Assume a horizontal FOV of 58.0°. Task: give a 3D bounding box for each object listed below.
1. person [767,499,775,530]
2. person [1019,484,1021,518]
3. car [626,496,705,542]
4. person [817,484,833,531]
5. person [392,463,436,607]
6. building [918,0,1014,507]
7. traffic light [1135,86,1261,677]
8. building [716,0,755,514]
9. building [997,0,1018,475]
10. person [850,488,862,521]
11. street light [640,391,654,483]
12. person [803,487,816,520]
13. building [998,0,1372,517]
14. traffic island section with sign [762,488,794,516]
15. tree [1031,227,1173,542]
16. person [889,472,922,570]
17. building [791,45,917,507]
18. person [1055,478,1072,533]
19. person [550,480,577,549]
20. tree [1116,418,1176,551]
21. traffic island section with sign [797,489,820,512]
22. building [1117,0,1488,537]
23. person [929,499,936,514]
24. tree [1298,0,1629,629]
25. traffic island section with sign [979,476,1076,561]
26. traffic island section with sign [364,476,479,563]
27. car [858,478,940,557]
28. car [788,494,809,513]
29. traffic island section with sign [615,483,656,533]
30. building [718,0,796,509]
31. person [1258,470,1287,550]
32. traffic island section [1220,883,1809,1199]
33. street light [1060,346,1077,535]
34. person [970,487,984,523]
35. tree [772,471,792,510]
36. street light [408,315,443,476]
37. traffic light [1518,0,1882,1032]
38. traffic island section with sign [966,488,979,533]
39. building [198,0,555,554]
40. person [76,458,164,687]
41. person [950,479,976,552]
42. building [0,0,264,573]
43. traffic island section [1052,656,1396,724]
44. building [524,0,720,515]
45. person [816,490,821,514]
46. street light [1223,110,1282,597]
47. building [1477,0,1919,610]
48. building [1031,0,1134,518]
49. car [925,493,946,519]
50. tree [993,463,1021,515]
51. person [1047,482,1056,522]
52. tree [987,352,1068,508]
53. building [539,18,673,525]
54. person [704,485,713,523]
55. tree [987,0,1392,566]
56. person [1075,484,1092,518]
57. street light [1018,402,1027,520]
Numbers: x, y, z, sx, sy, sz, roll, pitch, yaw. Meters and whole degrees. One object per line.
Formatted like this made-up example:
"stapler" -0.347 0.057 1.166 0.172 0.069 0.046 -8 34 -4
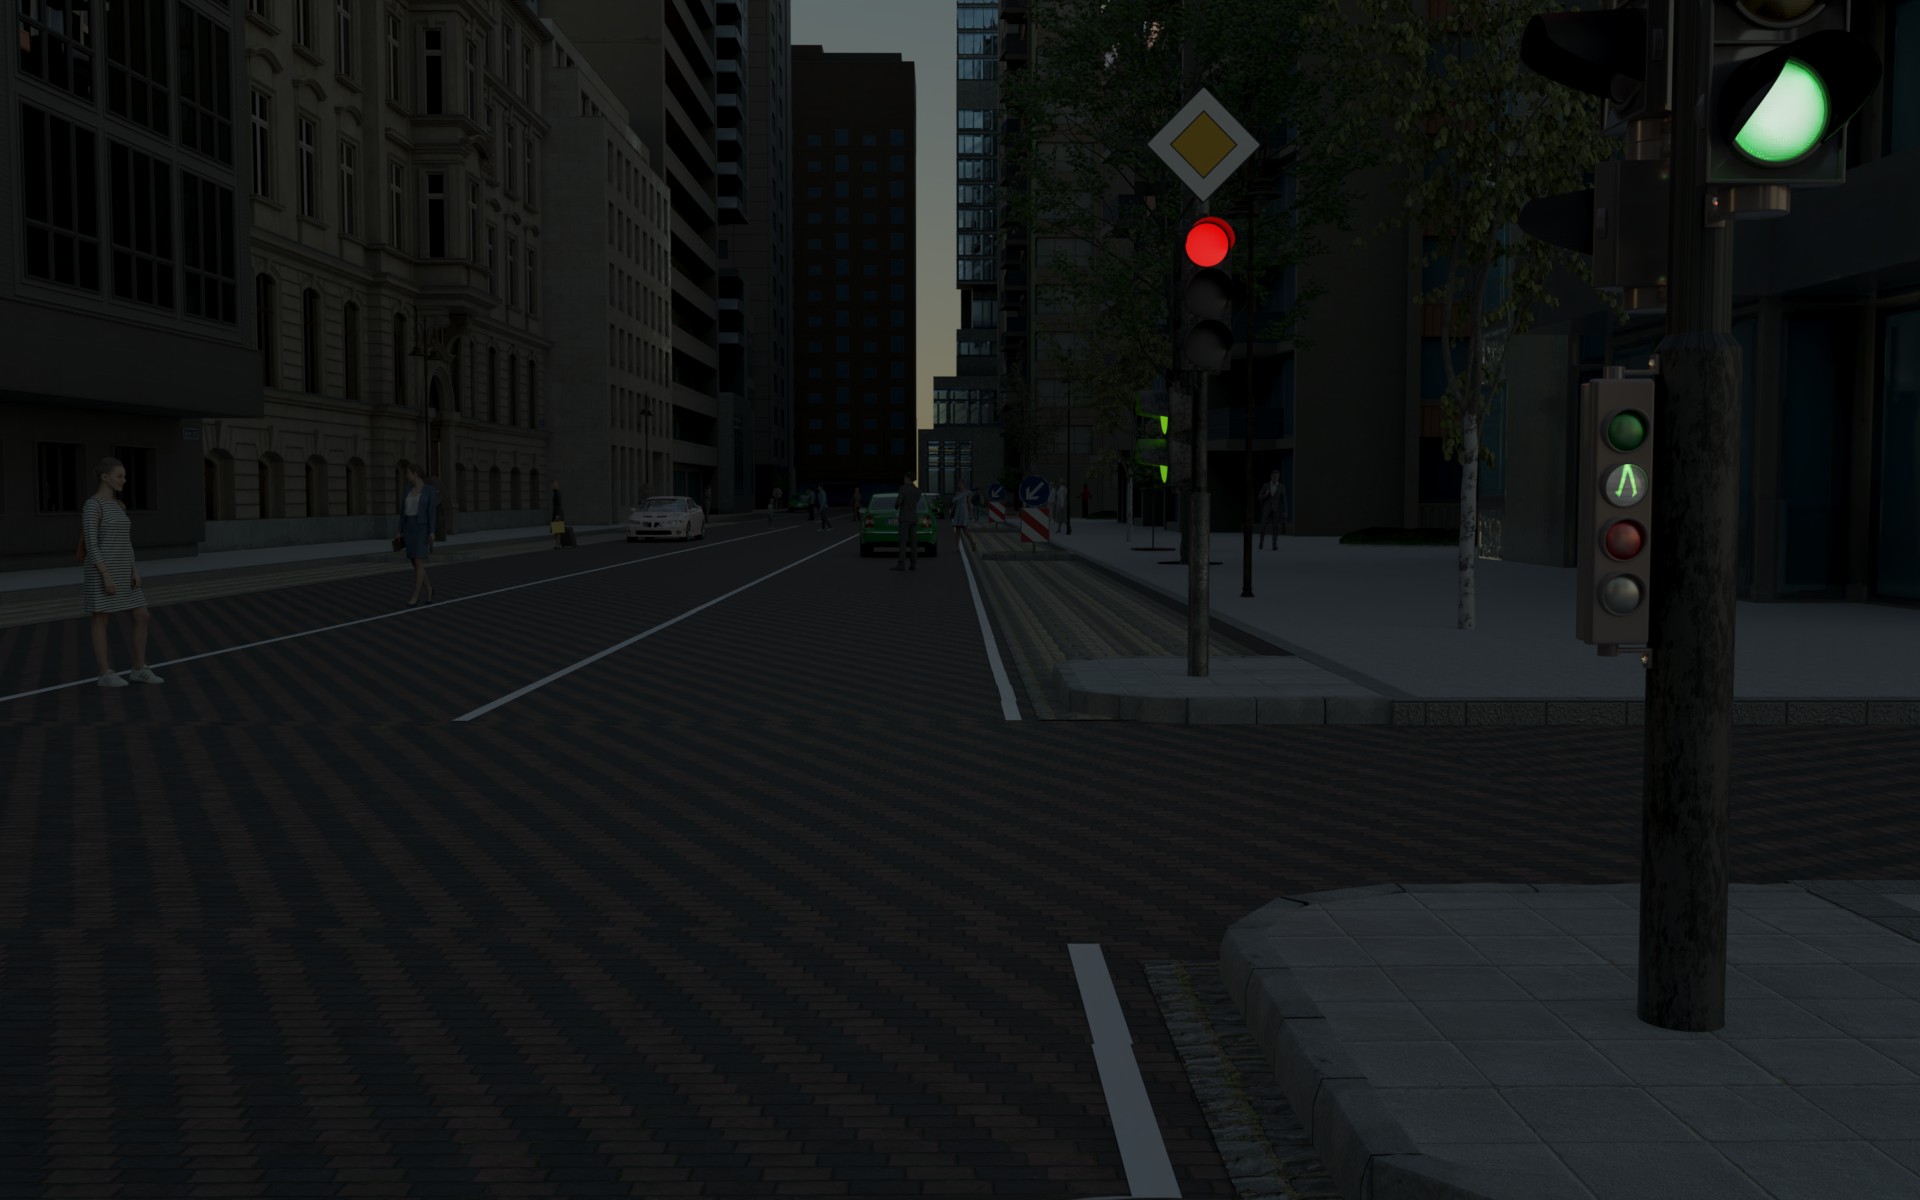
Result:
"person" -7.538 -3.421 69.125 0.332 1.250 0.352 -3 5 -43
"person" 3.360 -5.343 93.394 0.705 1.826 1.348 -1 4 -11
"car" -9.019 -2.503 53.289 2.083 1.381 4.827 0 4 0
"person" -5.222 -3.571 66.900 0.620 1.820 0.660 -1 4 -10
"person" -6.935 -0.841 22.270 0.581 1.822 0.654 2 4 30
"building" 11.242 -53.053 180.079 31.000 86.520 22.319 0 4 0
"traffic light" 1.663 -1.419 12.117 0.839 4.253 0.868 0 4 0
"building" -25.678 -49.546 122.748 22.319 86.520 31.000 0 4 0
"building" 17.024 -34.239 149.052 28.713 52.752 27.495 0 4 0
"person" -5.545 -5.079 92.098 0.434 1.755 0.990 3 5 39
"street light" -14.015 -6.406 77.520 0.468 5.910 1.993 0 4 0
"person" -8.191 -5.294 95.040 0.705 1.826 1.348 1 4 22
"building" 13.950 -28.533 121.140 22.147 44.769 28.867 0 4 0
"traffic island section with sign" -11.994 -6.452 114.113 1.989 1.847 2.006 0 4 0
"tree" 4.378 -5.890 46.657 4.737 8.622 4.395 0 3 0
"person" -1.045 -1.490 32.668 0.655 1.846 0.447 -3 5 -44
"building" -11.585 -32.194 176.483 14.200 45.320 14.600 0 4 0
"person" 3.388 -3.078 56.595 0.641 1.798 0.478 3 5 40
"person" -10.416 -2.242 45.370 0.699 1.804 1.509 1 4 13
"tree" 4.400 -2.727 39.193 1.663 3.219 1.824 0 3 0
"traffic island section with sign" -12.231 -8.120 141.391 1.989 1.847 2.006 0 4 0
"building" 16.838 -25.069 64.498 22.147 44.769 28.867 0 4 0
"person" -1.141 -3.490 70.246 0.352 1.250 0.332 0 4 3
"tree" 5.062 -4.032 16.292 4.737 8.622 4.395 0 3 0
"traffic island section with sign" 1.487 -1.786 37.824 1.989 1.847 2.006 0 4 0
"traffic island section with sign" -11.334 -1.719 36.728 1.989 1.847 2.006 0 4 0
"car" -1.444 -1.971 41.024 1.959 1.807 4.718 0 4 -2
"car" -12.449 -7.741 135.368 1.959 1.807 4.718 0 4 -1
"traffic island section with sign" -11.566 -3.381 63.904 1.989 1.847 2.006 0 4 0
"building" -25.834 -43.665 152.178 20.611 71.187 20.563 0 4 0
"person" 7.160 -2.061 39.697 0.622 1.834 0.822 0 4 -3
"traffic island section" 1.772 1.103 4.247 2.009 0.180 2.903 0 4 0
"street light" 3.410 -4.986 54.309 0.468 5.910 1.993 0 4 0
"person" 0.829 -4.658 84.998 0.623 1.781 0.721 -2 4 -35
"tree" -14.851 -9.070 142.896 1.663 3.219 1.824 0 3 0
"street light" -13.820 -4.411 44.904 0.468 5.910 1.993 0 4 0
"traffic light" -0.359 -1.792 3.973 4.771 5.953 1.251 0 4 0
"traffic island section with sign" 1.249 -3.434 64.778 1.989 1.847 2.006 0 4 0
"building" -21.651 -14.272 52.429 14.460 24.649 34.723 0 4 0
"person" -6.324 -0.208 12.909 0.522 1.701 0.512 0 4 6
"person" 0.042 -2.090 42.770 0.616 1.811 0.778 3 5 44
"building" -20.889 -14.028 22.873 14.314 27.812 24.014 0 4 0
"traffic island section" 1.703 0.615 12.232 2.009 0.180 2.903 0 4 0
"building" -25.678 -28.957 97.154 21.300 48.544 21.600 0 4 0
"person" -9.903 -6.943 122.804 0.721 1.735 1.217 0 4 -2
"street light" 3.583 -2.974 21.418 0.468 5.910 1.993 0 4 0
"building" 23.262 -24.713 23.673 30.456 49.044 23.786 0 4 0
"building" 11.047 -25.454 99.764 14.154 41.232 14.086 0 4 0
"car" -1.822 -5.735 102.563 1.959 1.807 4.718 0 4 -1
"tree" 2.942 -6.847 106.550 1.663 3.219 1.824 0 3 0
"person" 4.120 -4.377 77.485 0.514 1.842 0.818 3 4 38
"tree" 3.629 -8.589 90.797 4.360 8.622 3.978 0 3 0
"building" -19.579 -13.674 78.324 10.420 20.320 16.860 0 4 0
"person" -12.200 -4.632 84.032 0.447 1.846 0.655 -1 4 -16
"tree" 4.046 -6.454 31.278 9.928 11.665 9.643 0 3 0
"person" 6.556 -5.204 91.091 0.705 1.831 1.348 3 5 42
"street light" 3.117 -6.970 86.754 0.468 5.910 1.993 0 4 0
